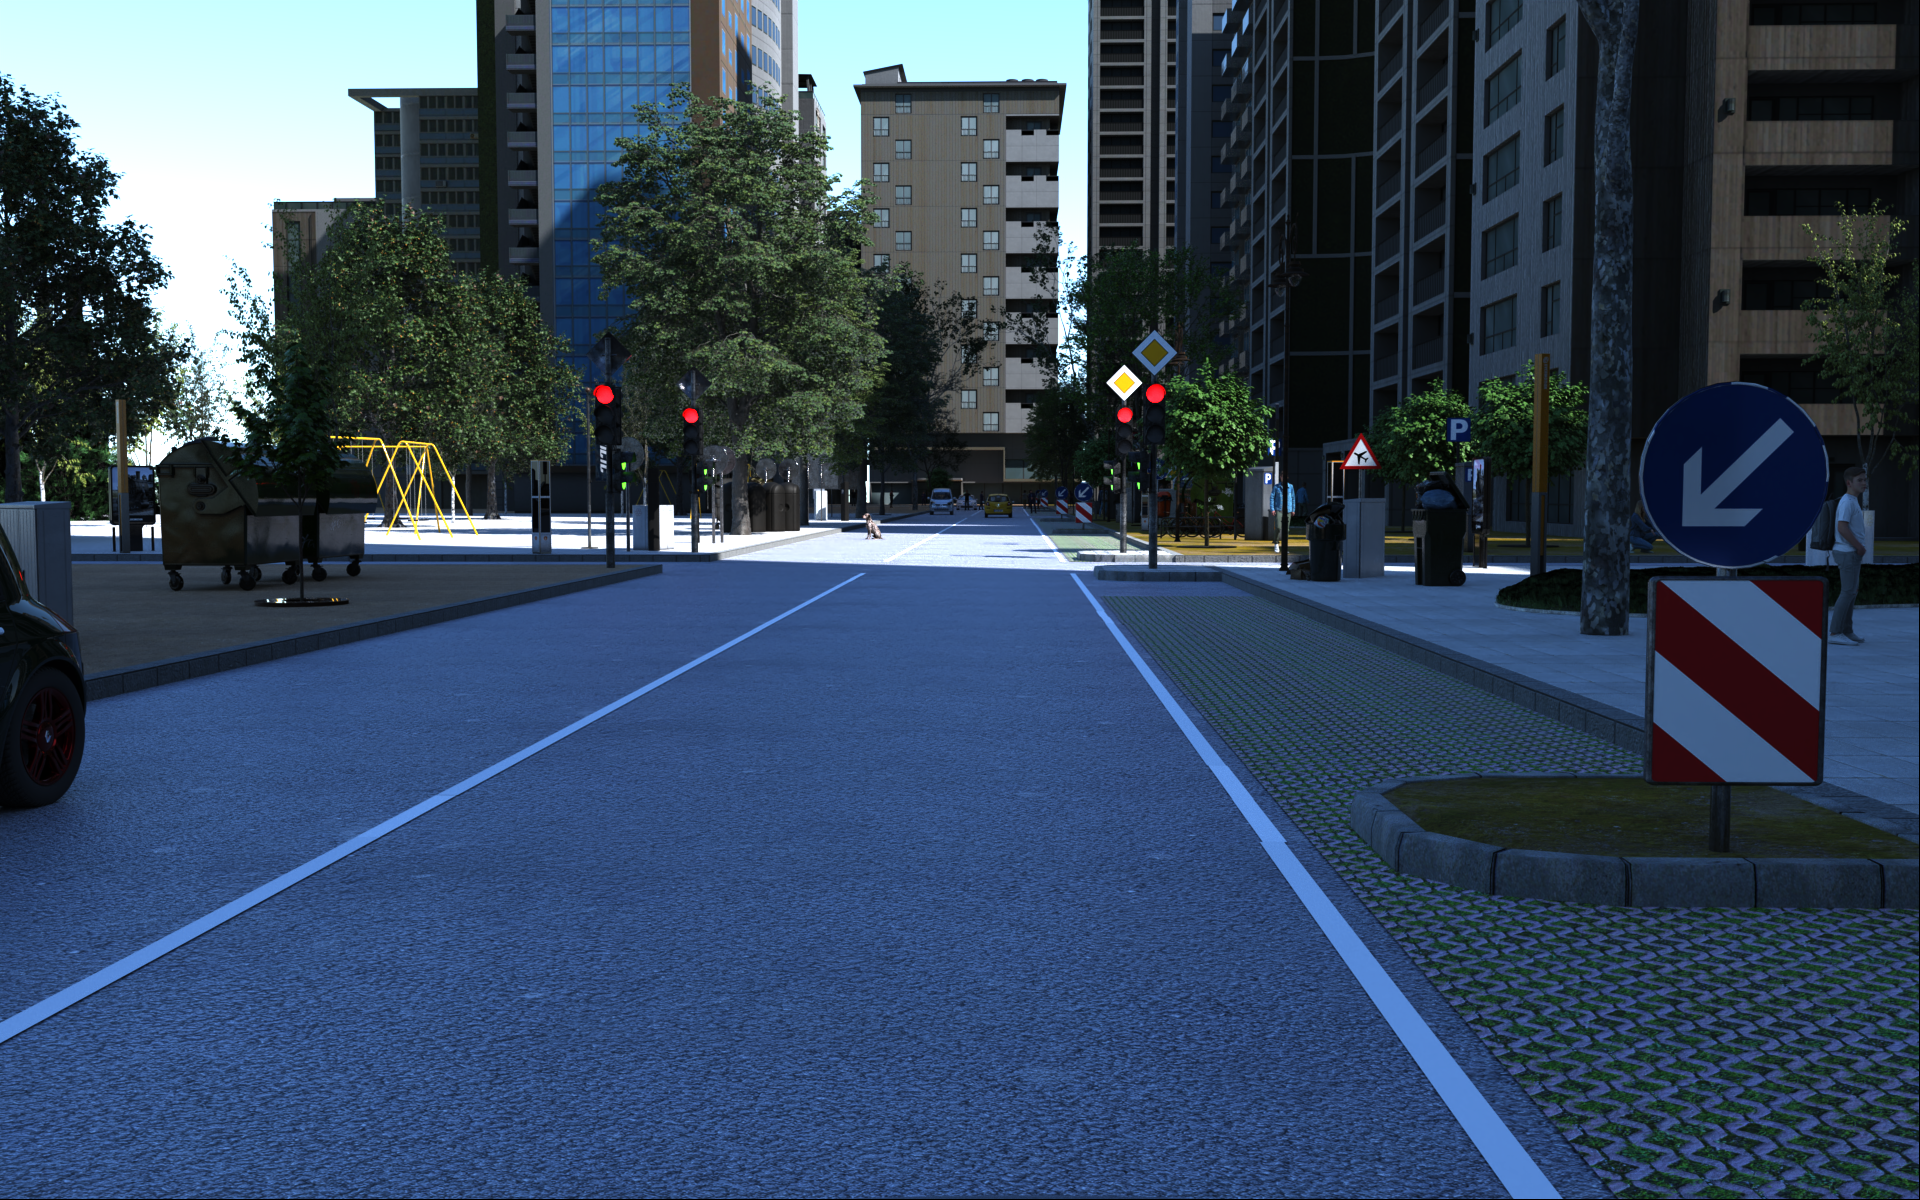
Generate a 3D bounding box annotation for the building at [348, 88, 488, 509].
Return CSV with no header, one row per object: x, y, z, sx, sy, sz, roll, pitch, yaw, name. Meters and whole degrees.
-39.902,-28.839,163.405,23.993,40.220,32.217,0,4,2,building

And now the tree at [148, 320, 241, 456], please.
-32.044,-7.473,72.539,4.360,8.622,3.978,0,3,0,tree

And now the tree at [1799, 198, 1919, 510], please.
22.779,-5.674,43.125,4.737,8.622,4.395,0,3,0,tree

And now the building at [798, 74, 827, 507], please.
-20.424,-29.840,171.482,14.086,41.232,14.154,0,4,2,building

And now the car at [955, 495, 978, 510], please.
0.598,-8.793,156.122,2.083,1.381,4.827,0,3,0,car

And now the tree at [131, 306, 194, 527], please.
-31.813,-7.144,67.161,4.737,8.622,4.395,0,3,0,tree

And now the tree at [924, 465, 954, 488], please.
-2.351,-12.457,187.390,4.285,4.588,4.351,0,3,0,tree

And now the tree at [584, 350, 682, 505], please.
-14.477,-7.809,78.042,4.360,8.622,3.978,0,3,0,tree

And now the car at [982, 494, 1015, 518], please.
2.346,-5.866,106.124,2.015,1.641,3.980,0,4,1,car

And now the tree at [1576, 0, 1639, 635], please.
4.648,-9.796,16.054,12.611,20.169,13.585,0,3,0,tree

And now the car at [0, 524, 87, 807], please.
-5.073,0.195,6.603,2.009,1.686,4.222,0,4,2,car

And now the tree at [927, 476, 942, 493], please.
-2.661,-11.338,179.985,1.663,3.219,1.824,0,3,0,tree

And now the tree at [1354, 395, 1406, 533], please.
13.154,-3.940,48.129,4.285,4.588,4.351,0,3,0,tree

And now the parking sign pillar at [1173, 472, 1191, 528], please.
8.459,-4.545,62.783,1.447,3.967,1.447,3,4,37,parking sign pillar

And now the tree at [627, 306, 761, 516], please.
-16.727,-11.416,103.667,9.611,12.733,9.660,0,3,0,tree

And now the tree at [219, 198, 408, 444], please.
-15.693,-5.621,42.258,4.737,8.622,4.395,0,3,0,tree

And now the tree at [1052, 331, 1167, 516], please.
8.548,-9.937,96.875,7.601,10.594,8.767,1,4,10,tree

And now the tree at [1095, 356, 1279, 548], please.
5.907,-3.539,41.572,4.285,4.588,4.351,0,3,0,tree

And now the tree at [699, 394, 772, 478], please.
-10.579,-8.135,83.365,4.360,8.622,3.978,0,3,0,tree

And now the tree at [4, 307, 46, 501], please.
-31.421,-6.663,59.307,4.737,8.622,4.395,0,3,0,tree

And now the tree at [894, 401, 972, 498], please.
-2.843,-14.118,165.244,8.767,10.594,7.601,-2,4,-25,tree

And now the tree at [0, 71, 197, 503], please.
-25.847,-7.963,47.196,9.611,12.733,9.660,0,3,0,tree

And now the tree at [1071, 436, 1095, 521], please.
7.061,-6.112,83.648,4.285,4.588,4.351,0,3,0,tree

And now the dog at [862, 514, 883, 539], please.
-2.648,-2.321,54.786,0.800,0.831,0.513,1,4,16,dog

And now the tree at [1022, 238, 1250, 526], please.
7.537,-8.775,69.220,9.928,11.665,9.643,0,3,0,tree

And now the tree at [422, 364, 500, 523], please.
-22.245,-7.687,76.042,4.360,8.622,3.978,0,3,0,tree

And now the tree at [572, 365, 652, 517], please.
-18.921,-8.880,95.554,4.737,8.622,4.395,0,3,0,tree

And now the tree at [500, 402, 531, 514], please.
-28.714,-9.775,110.185,4.737,8.622,4.395,0,3,0,tree

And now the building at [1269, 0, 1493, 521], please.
26.380,-40.457,99.725,20.563,71.187,20.611,0,4,2,building

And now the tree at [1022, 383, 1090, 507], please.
10.359,-15.693,174.708,7.486,12.596,7.792,0,3,0,tree

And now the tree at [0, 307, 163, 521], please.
-53.884,-12.260,102.279,13.155,14.587,18.604,0,4,-7,tree

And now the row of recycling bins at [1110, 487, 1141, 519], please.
8.871,-5.050,89.684,1.069,1.692,3.534,3,5,42,row of recycling bins

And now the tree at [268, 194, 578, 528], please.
-21.775,-9.130,66.276,9.611,12.733,9.660,0,3,0,tree

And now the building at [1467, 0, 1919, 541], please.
24.295,-17.168,52.399,14.107,30.474,14.160,0,4,2,building

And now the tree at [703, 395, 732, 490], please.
-13.059,-8.806,94.335,4.737,8.622,4.395,0,3,0,tree

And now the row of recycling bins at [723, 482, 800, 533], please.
-6.731,-3.168,58.903,1.069,1.692,3.534,3,4,37,row of recycling bins

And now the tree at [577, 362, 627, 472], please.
-23.476,-10.378,86.692,9.611,12.733,9.660,0,3,0,tree

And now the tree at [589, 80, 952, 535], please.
-6.764,-9.005,53.888,9.857,13.997,8.962,0,3,0,tree

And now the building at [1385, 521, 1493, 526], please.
27.418,-38.708,71.124,20.563,71.187,20.611,0,4,2,building

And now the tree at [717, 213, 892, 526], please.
-6.744,-9.321,70.528,7.486,12.596,7.792,0,3,0,tree

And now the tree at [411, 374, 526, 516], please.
-28.653,-11.262,102.256,7.486,12.596,7.792,0,3,0,tree

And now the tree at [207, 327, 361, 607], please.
-7.604,-1.564,20.173,1.663,3.219,1.824,0,3,0,tree

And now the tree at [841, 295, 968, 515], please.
-4.593,-11.895,104.859,12.009,13.543,11.850,0,3,0,tree

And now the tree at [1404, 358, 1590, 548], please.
13.872,-3.571,42.094,4.285,4.588,4.351,0,3,0,tree
